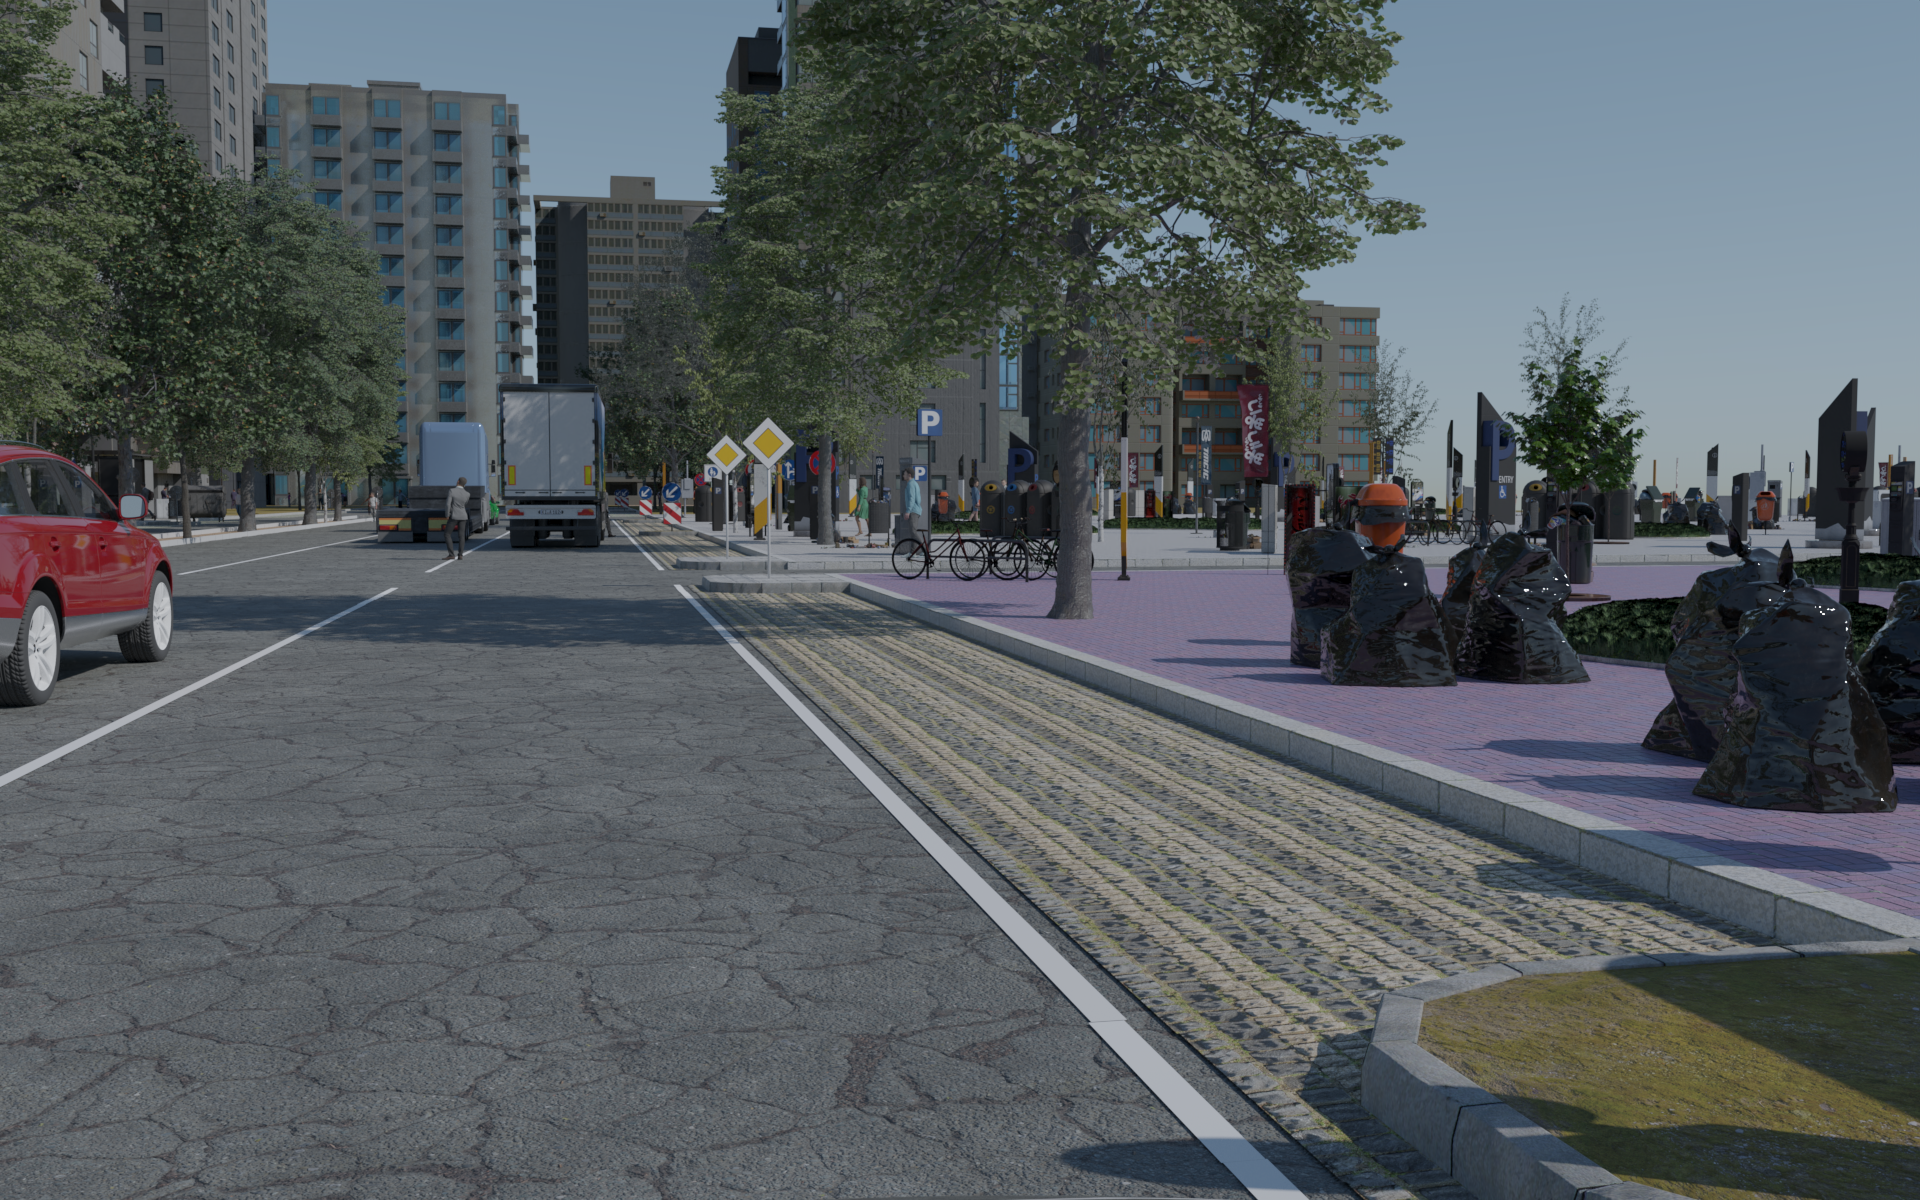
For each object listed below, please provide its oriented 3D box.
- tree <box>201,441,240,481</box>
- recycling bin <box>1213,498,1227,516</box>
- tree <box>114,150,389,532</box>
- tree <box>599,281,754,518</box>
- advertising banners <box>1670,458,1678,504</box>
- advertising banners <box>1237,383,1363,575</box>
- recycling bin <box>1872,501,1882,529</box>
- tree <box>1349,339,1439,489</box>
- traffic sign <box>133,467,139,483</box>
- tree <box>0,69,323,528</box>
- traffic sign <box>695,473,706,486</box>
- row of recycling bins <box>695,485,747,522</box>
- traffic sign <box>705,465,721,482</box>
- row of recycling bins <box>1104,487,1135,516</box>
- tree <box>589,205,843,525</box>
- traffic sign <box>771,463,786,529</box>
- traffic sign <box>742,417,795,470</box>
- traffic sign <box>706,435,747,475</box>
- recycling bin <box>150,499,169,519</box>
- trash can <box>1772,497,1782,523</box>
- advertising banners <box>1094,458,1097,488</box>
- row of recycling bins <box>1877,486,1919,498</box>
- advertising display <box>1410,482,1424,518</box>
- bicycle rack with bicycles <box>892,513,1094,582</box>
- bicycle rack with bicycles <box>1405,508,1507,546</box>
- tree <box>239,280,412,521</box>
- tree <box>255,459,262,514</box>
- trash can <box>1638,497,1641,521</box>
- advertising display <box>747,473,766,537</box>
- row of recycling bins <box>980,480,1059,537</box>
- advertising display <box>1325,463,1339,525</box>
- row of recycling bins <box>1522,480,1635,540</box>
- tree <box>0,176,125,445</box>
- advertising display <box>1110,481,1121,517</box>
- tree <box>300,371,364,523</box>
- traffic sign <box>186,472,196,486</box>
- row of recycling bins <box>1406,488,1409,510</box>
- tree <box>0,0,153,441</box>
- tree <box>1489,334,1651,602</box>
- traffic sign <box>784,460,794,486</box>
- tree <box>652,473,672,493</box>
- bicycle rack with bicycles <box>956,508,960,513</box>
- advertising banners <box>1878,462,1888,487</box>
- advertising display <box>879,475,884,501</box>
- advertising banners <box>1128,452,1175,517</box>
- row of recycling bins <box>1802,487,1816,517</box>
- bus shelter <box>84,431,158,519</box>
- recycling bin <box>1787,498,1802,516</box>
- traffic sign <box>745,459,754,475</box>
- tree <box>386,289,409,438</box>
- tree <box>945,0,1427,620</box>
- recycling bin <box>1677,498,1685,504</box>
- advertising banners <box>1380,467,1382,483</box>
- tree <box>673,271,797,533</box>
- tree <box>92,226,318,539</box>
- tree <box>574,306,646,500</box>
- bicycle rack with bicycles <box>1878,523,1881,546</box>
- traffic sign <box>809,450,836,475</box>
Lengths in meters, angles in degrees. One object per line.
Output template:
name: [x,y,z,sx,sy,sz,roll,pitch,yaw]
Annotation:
tree: [-42.791,-10.881,96.038,7.486,12.596,7.792,0,3,0]
recycling bin: [14.906,-5.322,99.564,0.722,1.027,0.722,-1,4,-9]
tree: [-26.887,-9.531,64.943,9.857,13.997,8.962,0,3,0]
tree: [-15.556,-10.803,93.641,9.611,12.733,9.660,0,3,0]
advertising banners: [34.123,-5.294,82.741,0.090,3.025,2.074,2,4,31]
advertising banners: [5.397,-1.904,27.326,2.074,3.025,0.090,1,4,10]
recycling bin: [34.209,-3.139,63.874,0.722,1.027,0.722,-1,4,-20]
tree: [20.099,-7.998,81.125,4.360,8.622,3.978,0,3,0]
traffic sign: [-38.653,-4.932,80.748,0.768,2.556,0.104,0,4,-7]
tree: [-22.628,-7.784,46.741,9.611,12.733,9.660,0,3,0]
traffic sign: [-15.989,-6.533,106.916,0.768,2.556,0.104,-1,4,-9]
row of recycling bins: [-10.804,-4.499,80.664,3.534,1.692,1.069,-3,5,-42]
traffic sign: [-8.637,-3.574,60.570,0.606,2.300,0.079,-1,4,-9]
row of recycling bins: [9.246,-5.743,101.018,1.069,1.692,3.534,-1,4,-19]
tree: [-10.040,-9.959,73.205,12.009,13.543,11.850,0,3,0]
traffic sign: [-6.723,-3.865,63.300,0.768,2.556,0.104,-1,4,-8]
traffic sign: [-2.871,-1.467,26.180,0.795,2.593,0.064,-1,4,-12]
traffic sign: [-4.554,-1.945,33.987,0.795,2.593,0.064,-1,4,-12]
recycling bin: [-41.782,-4.760,90.384,0.722,1.027,0.722,2,4,34]
trash can: [35.659,-3.940,76.075,0.748,1.137,0.748,0,3,0]
advertising banners: [5.967,-5.330,83.340,2.074,3.025,0.090,2,4,25]
row of recycling bins: [46.577,-4.810,85.759,3.534,1.692,1.069,-1,4,-16]
advertising display: [23.470,-5.124,88.996,0.974,1.923,0.123,-3,5,-40]
bicycle rack with bicycles: [0.790,-0.782,26.173,2.925,0.926,2.852,2,4,35]
bicycle rack with bicycles: [12.012,-1.870,43.956,2.852,0.926,2.925,-2,4,-23]
tree: [-32.658,-10.386,90.395,7.486,12.596,7.792,0,3,0]
tree: [-45.411,-11.289,110.325,9.928,11.665,9.643,0,3,0]
trash can: [31.634,-4.169,79.810,0.748,1.137,0.748,0,3,0]
advertising display: [-6.108,-2.879,52.286,0.123,1.923,0.974,2,4,26]
row of recycling bins: [2.024,-2.677,50.881,3.534,1.692,1.069,3,5,41]
advertising display: [7.820,-1.908,36.407,0.123,1.923,0.974,0,4,3]
row of recycling bins: [17.801,-2.618,49.921,1.069,1.692,3.534,-3,4,-37]
tree: [-21.524,-5.324,39.868,4.360,8.622,3.978,0,3,0]
advertising display: [8.043,-5.063,87.987,0.974,1.923,0.123,3,4,39]
tree: [-31.045,-8.055,84.520,4.737,8.622,4.395,0,3,0]
traffic sign: [-44.484,-6.127,100.274,0.768,2.556,0.104,-1,4,-12]
row of recycling bins: [21.243,-4.965,88.287,3.534,1.692,1.069,-1,4,-13]
tree: [-19.690,-6.882,33.112,7.486,12.596,7.792,0,3,0]
tree: [7.509,-1.612,20.962,1.663,3.219,1.824,0,3,0]
traffic sign: [-6.280,-3.906,63.976,0.768,2.556,0.104,-1,4,-11]
tree: [-23.399,-8.670,136.359,1.663,3.219,1.824,0,3,0]
bicycle rack with bicycles: [-1.385,-4.124,80.812,2.852,0.926,2.925,2,4,24]
advertising banners: [51.009,-5.995,94.209,0.090,3.025,2.074,-3,5,-44]
advertising display: [-2.710,-3.333,59.705,0.123,1.923,0.974,0,4,-4]
advertising banners: [7.998,-4.677,72.663,2.074,3.025,0.090,1,4,13]
row of recycling bins: [48.878,-5.465,96.462,3.534,1.692,1.069,2,4,34]
bus shelter: [-41.029,-6.499,83.898,2.179,5.291,8.768,-1,4,-12]
recycling bin: [49.477,-5.504,102.545,0.722,1.027,0.722,1,4,8]
traffic sign: [-7.404,-3.829,62.715,0.768,2.556,0.104,-1,4,-11]
tree: [-29.067,-10.271,77.043,9.857,13.997,8.962,0,3,0]
tree: [1.364,-6.103,17.907,7.486,12.596,7.792,0,3,0]
recycling bin: [46.095,-6.040,111.312,0.722,1.027,0.722,3,5,41]
advertising banners: [27.863,-7.115,112.510,2.074,3.025,0.090,-2,4,-34]
tree: [-7.362,-6.502,56.674,4.737,8.622,4.395,0,3,0]
tree: [-24.685,-7.241,55.253,8.767,10.594,7.601,-1,4,-12]
tree: [-32.665,-19.391,172.937,12.611,20.169,13.585,0,3,0]
bicycle rack with bicycles: [23.755,-1.758,42.121,2.852,0.926,2.925,0,4,7]
traffic sign: [-3.955,-3.042,49.836,0.768,2.556,0.104,0,4,-6]
